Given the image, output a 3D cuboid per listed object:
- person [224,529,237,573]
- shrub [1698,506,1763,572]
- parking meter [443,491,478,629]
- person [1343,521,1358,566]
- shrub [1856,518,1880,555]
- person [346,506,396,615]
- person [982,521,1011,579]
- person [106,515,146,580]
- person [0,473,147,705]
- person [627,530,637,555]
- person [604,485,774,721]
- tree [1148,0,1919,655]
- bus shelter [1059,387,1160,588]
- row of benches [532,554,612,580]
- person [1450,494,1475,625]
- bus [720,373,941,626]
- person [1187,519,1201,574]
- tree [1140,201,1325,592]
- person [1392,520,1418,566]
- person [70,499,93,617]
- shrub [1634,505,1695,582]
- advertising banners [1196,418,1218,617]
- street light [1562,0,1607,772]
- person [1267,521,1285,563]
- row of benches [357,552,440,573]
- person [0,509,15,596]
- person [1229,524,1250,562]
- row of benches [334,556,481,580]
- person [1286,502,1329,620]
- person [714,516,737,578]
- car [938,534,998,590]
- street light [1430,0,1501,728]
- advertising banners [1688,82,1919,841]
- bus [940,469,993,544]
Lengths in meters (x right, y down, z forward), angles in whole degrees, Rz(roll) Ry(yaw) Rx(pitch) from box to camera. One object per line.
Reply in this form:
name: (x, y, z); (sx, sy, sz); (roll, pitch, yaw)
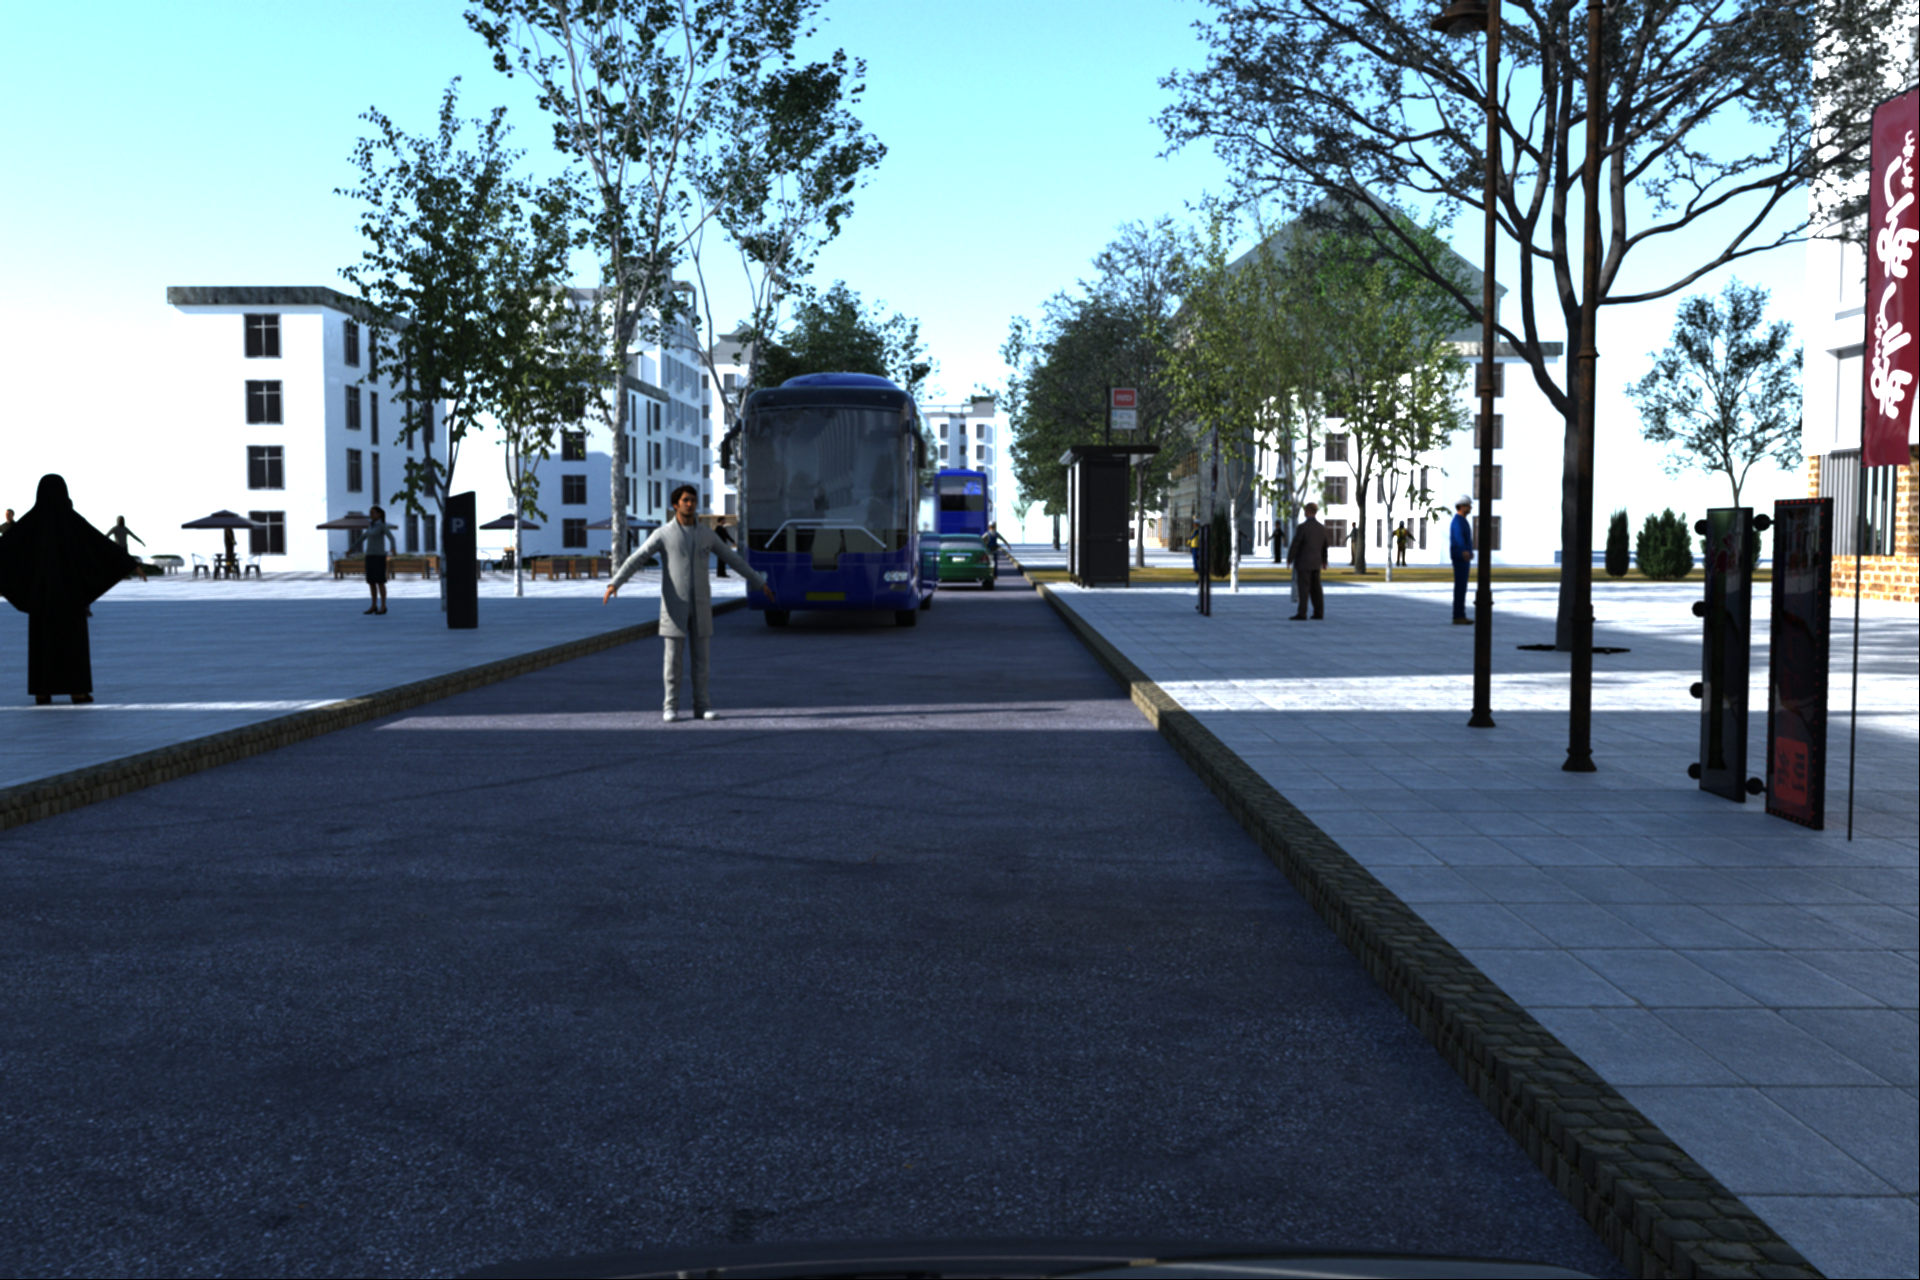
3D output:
person: (-24.051, -3.118, 57.123); (0.704, 1.812, 1.346); (-2, 4, -30)
shrub: (21.459, -2.703, 48.243); (1.661, 2.075, 1.752); (0, 3, 0)
parking meter: (-6.779, -1.088, 23.500); (0.399, 1.863, 0.255); (0, 4, 2)
person: (15.956, -3.914, 70.262); (0.705, 1.796, 1.348); (-1, 4, -14)
shrub: (28.080, -3.087, 54.507); (1.661, 2.075, 1.752); (0, 3, 0)
person: (-9.383, -1.273, 27.649); (1.217, 1.735, 0.721); (2, 4, 35)
person: (1.001, -2.842, 54.775); (1.347, 1.847, 0.705); (-1, 4, -17)
person: (-23.598, -2.608, 48.763); (0.705, 1.813, 1.348); (2, 4, 32)
person: (-6.823, -0.388, 13.138); (1.214, 1.737, 0.721); (-1, 4, -9)
person: (-15.422, -4.572, 80.527); (0.705, 1.856, 1.354); (1, 4, 13)
person: (-2.099, -0.288, 13.350); (1.347, 1.806, 0.705); (-2, 4, -26)
tree: (6.582, -6.614, 18.512); (12.009, 13.543, 11.850); (0, 3, 0)
bus shelter: (3.737, -4.122, 45.032); (2.179, 5.291, 8.768); (0, 4, 1)
row of benches: (-11.176, -2.128, 50.258); (1.422, 0.672, 4.104); (1, 4, 14)
person: (7.180, -1.150, 24.688); (0.705, 1.842, 1.347); (1, 4, 19)
bus: (-1.783, -2.362, 30.167); (2.896, 3.916, 12.251); (0, 4, 1)
person: (7.615, -3.055, 56.412); (0.721, 1.772, 1.216); (2, 4, 24)
tree: (6.038, -5.353, 37.886); (4.737, 8.622, 4.395); (0, 3, 0)
person: (17.545, -3.854, 68.781); (1.354, 1.858, 0.705); (3, 5, 44)
person: (-13.809, -1.274, 26.744); (0.599, 1.838, 0.709); (2, 4, 29)
shrub: (19.118, -2.625, 46.965); (1.661, 2.075, 1.752); (0, 3, 0)
advertising banners: (3.878, -1.896, 27.181); (0.090, 3.025, 2.074); (0, 4, 1)
street light: (3.364, -2.229, 9.230); (0.468, 5.910, 1.993); (0, 4, 1)
person: (13.925, -4.291, 76.090); (0.705, 1.837, 1.347); (-1, 4, -22)
row of benches: (-18.688, -2.586, 57.748); (4.104, 0.672, 1.422); (2, 4, 30)
person: (-19.514, -1.796, 35.590); (1.348, 1.803, 0.705); (0, 4, -3)
person: (12.978, -4.543, 80.997); (1.216, 1.740, 0.721); (2, 4, 30)
row of benches: (-15.613, -2.069, 49.284); (4.104, 0.672, 1.422); (0, 4, -4)
person: (5.184, -1.183, 25.939); (0.990, 1.755, 0.434); (-3, 4, -38)
person: (-7.016, -2.752, 51.185); (0.705, 1.806, 1.347); (1, 4, 22)
car: (-0.044, -2.062, 45.505); (2.131, 1.459, 4.920); (0, 4, 0)
street light: (3.481, -2.361, 11.383); (0.468, 5.910, 1.993); (0, 4, 1)
advertising banners: (3.725, -0.702, 7.670); (0.090, 3.025, 2.074); (0, 4, 1)
bus: (-0.211, -4.453, 64.355); (2.896, 3.916, 12.251); (0, 4, 1)
